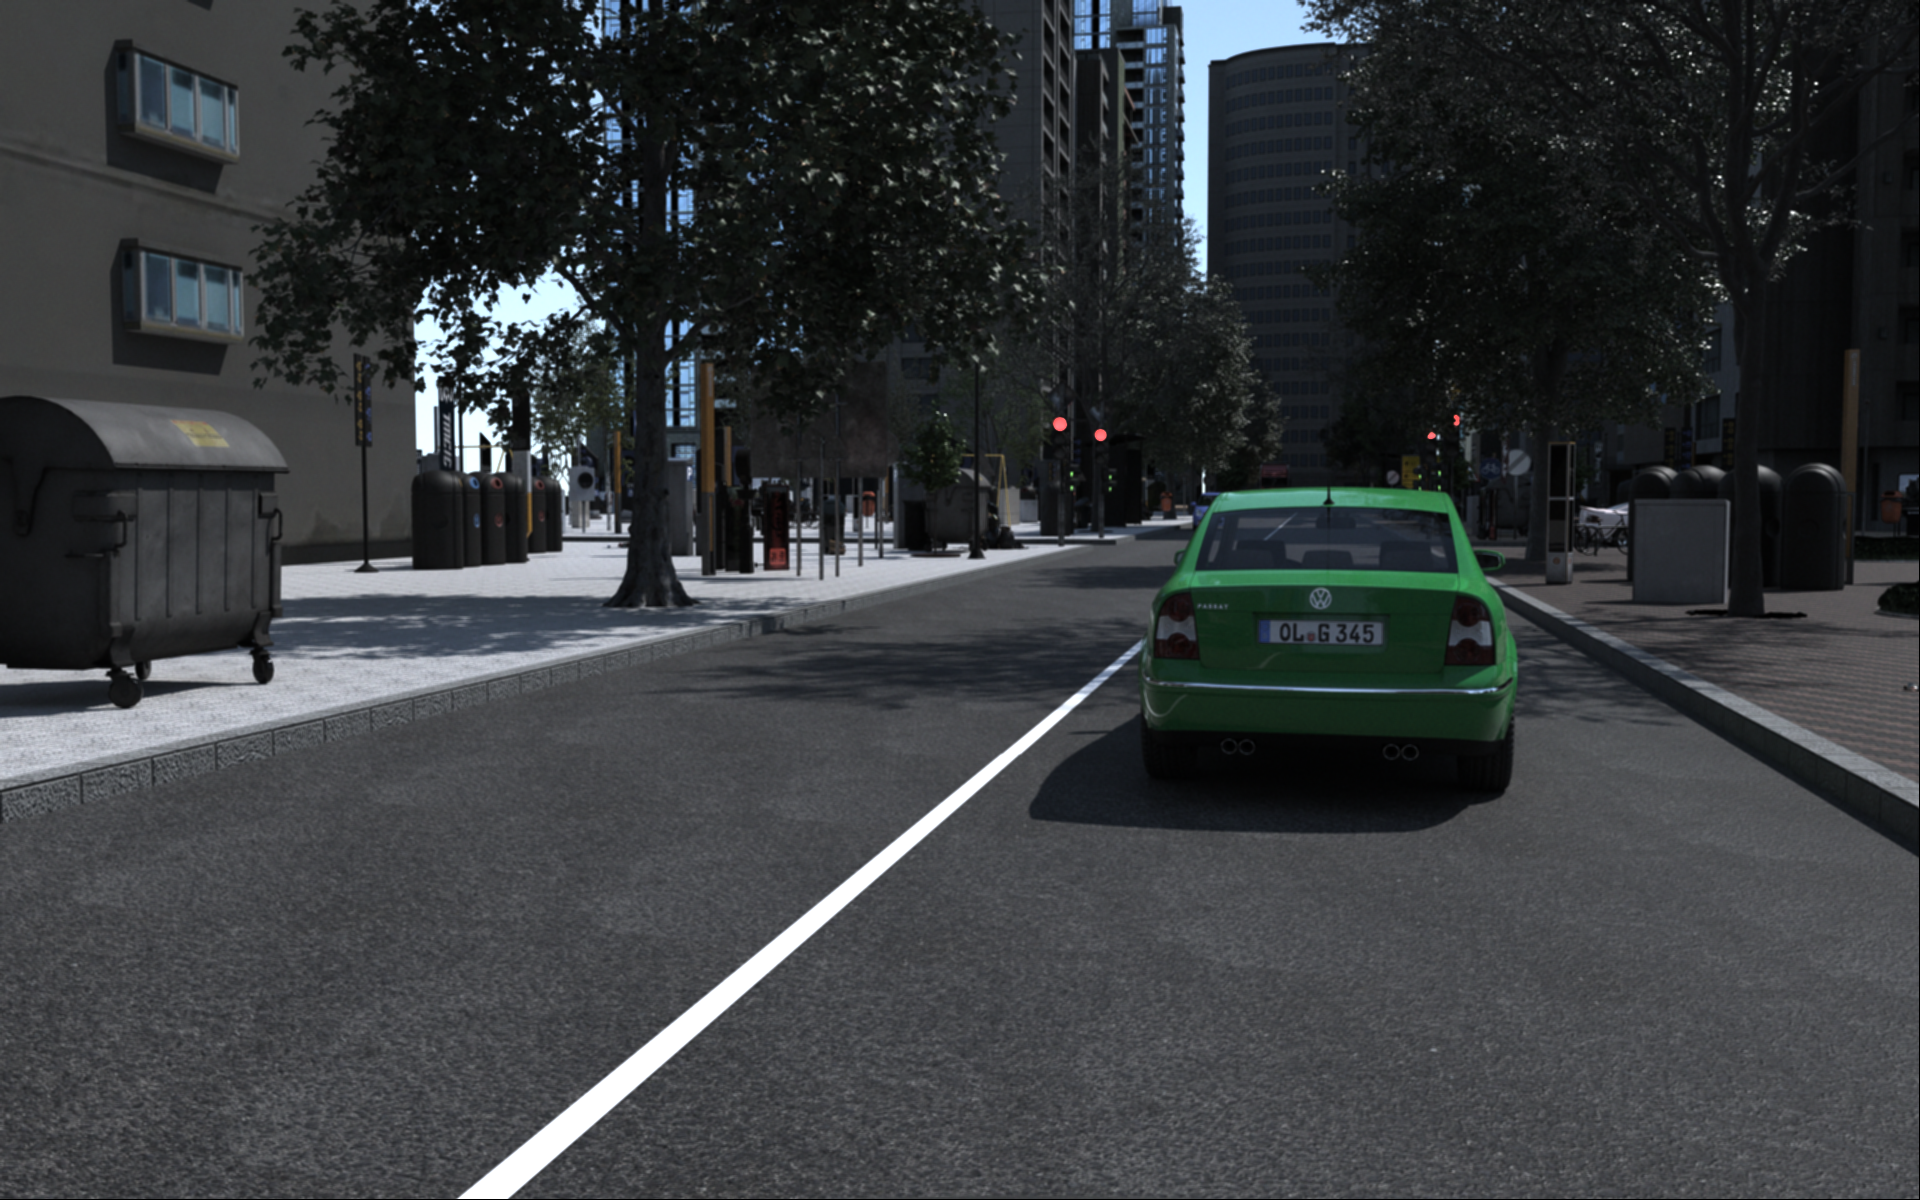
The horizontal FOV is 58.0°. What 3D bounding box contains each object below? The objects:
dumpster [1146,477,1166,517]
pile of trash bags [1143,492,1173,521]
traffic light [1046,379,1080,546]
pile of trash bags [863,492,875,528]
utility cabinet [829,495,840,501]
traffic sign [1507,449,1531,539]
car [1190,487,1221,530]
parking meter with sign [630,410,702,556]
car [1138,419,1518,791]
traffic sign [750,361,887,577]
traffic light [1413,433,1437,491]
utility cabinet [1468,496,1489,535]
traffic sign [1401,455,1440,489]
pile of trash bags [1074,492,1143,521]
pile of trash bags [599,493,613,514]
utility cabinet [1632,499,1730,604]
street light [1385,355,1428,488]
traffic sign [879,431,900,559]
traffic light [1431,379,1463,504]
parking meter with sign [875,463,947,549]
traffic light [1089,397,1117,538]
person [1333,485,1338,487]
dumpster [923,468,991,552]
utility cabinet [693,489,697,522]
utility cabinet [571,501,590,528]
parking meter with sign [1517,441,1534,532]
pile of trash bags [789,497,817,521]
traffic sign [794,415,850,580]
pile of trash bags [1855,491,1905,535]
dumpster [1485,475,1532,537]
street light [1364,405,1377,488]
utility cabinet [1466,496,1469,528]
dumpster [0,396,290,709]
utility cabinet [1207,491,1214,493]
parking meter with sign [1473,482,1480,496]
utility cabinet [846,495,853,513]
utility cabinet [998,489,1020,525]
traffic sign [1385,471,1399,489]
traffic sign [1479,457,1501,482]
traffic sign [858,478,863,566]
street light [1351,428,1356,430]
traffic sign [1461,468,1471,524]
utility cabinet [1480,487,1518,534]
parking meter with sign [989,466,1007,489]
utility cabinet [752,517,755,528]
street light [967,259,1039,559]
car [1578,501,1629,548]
[{"bbox_3d":[11.202,-5.794,97.223,1.502,2.255,1.985,1,4,12],"label":"dumpster"},{"bbox_3d":[8.665,-4.540,83.977,3.447,1.369,1.912,-1,4,-15],"label":"pile of trash bags"},{"bbox_3d":[2.505,-3.271,42.399,0.839,4.253,0.868,1,4,12],"label":"traffic light"},{"bbox_3d":[-2.078,-3.396,65.284,3.447,1.369,1.912,0,4,6],"label":"pile of trash bags"},{"bbox_3d":[-9.078,-6.962,124.986,1.020,1.237,0.306,3,5,44],"label":"utility cabinet"},{"bbox_3d":[15.725,-2.990,48.987,0.768,2.556,0.104,1,4,18],"label":"traffic sign"},{"bbox_3d":[10.210,-3.649,69.250,1.945,1.707,3.694,1,4,10],"label":"car"},{"bbox_3d":[-5.944,-2.436,36.093,1.738,3.016,0.543,1,4,13],"label":"parking meter with sign"},{"bbox_3d":[2.126,-0.066,9.869,1.959,1.807,4.718,1,4,14],"label":"car"},{"bbox_3d":[-2.213,-2.020,26.903,2.265,3.308,0.079,1,4,16],"label":"traffic sign"},{"bbox_3d":[13.101,-3.637,48.381,0.839,4.253,0.868,1,4,12],"label":"traffic light"},{"bbox_3d":[16.464,-2.659,54.636,0.306,1.237,1.020,3,4,37],"label":"utility cabinet"},{"bbox_3d":[24.183,-5.902,90.373,2.265,3.308,0.079,1,4,19],"label":"traffic sign"},{"bbox_3d":[6.514,-4.343,80.760,3.447,1.369,1.912,1,4,19],"label":"pile of trash bags"},{"bbox_3d":[-23.045,-6.165,110.544,1.912,1.369,3.447,1,4,14],"label":"pile of trash bags"},{"bbox_3d":[8.575,-0.577,20.602,1.020,1.237,0.306,2,4,32],"label":"utility cabinet"},{"bbox_3d":[14.999,-5.220,57.892,1.470,5.913,1.316,1,4,12],"label":"street light"},{"bbox_3d":[-1.569,-2.095,34.354,0.768,2.556,0.104,1,4,20],"label":"traffic sign"},{"bbox_3d":[11.479,-3.158,40.561,0.839,4.253,0.868,1,4,12],"label":"traffic light"},{"bbox_3d":[-1.172,-2.707,40.526,1.738,3.016,0.543,-1,4,-20],"label":"parking meter with sign"},{"bbox_3d":[4.126,-3.749,50.218,0.839,4.253,0.868,1,4,12],"label":"traffic light"},{"bbox_3d":[15.817,-3.932,72.965,0.419,1.800,0.721,1,4,17],"label":"person"},{"bbox_3d":[-0.076,-2.008,38.590,1.264,1.857,1.865,1,4,12],"label":"dumpster"},{"bbox_3d":[-11.997,-4.287,78.765,0.318,1.500,1.173,3,4,37],"label":"utility cabinet"},{"bbox_3d":[-14.320,-3.470,65.421,0.318,1.500,1.173,0,4,7],"label":"utility cabinet"},{"bbox_3d":[18.791,-3.710,56.917,0.543,3.016,1.738,0,4,-2],"label":"parking meter with sign"},{"bbox_3d":[-8.508,-4.476,82.942,3.447,1.369,1.912,0,4,2],"label":"pile of trash bags"},{"bbox_3d":[-2.068,-1.577,25.789,0.884,2.594,0.081,1,4,18],"label":"traffic sign"},{"bbox_3d":[25.635,-2.485,50.386,1.912,1.369,3.447,-3,4,-39],"label":"pile of trash bags"},{"bbox_3d":[16.601,-2.852,52.393,1.264,1.857,1.865,1,4,12],"label":"dumpster"},{"bbox_3d":[21.632,-7.189,90.076,1.470,5.913,1.316,1,4,12],"label":"street light"},{"bbox_3d":[19.552,-3.351,65.946,0.306,1.237,1.020,2,4,31],"label":"utility cabinet"},{"bbox_3d":[-5.355,-0.326,11.095,1.264,1.857,1.865,1,4,12],"label":"dumpster"},{"bbox_3d":[17.920,-7.012,123.325,0.318,1.500,1.173,2,4,31],"label":"utility cabinet"},{"bbox_3d":[28.830,-6.154,96.886,1.738,3.016,0.543,-1,4,-20],"label":"parking meter with sign"},{"bbox_3d":[-7.125,-6.367,115.255,1.020,1.237,0.306,2,4,35],"label":"utility cabinet"},{"bbox_3d":[2.016,-3.838,71.426,0.318,1.500,1.173,2,4,35],"label":"utility cabinet"},{"bbox_3d":[23.356,-5.721,93.641,0.768,2.556,0.104,1,4,19],"label":"traffic sign"},{"bbox_3d":[18.429,-3.675,60.195,0.768,2.556,0.104,1,4,21],"label":"traffic sign"},{"bbox_3d":[-1.766,-1.869,30.670,0.768,2.556,0.104,1,4,17],"label":"traffic sign"},{"bbox_3d":[28.224,-9.141,121.997,1.470,5.913,1.316,1,4,12],"label":"street light"},{"bbox_3d":[17.157,-3.545,59.145,0.795,2.450,0.064,1,4,17],"label":"traffic sign"},{"bbox_3d":[17.345,-2.880,55.772,0.318,1.500,1.173,-3,5,-44],"label":"utility cabinet"},{"bbox_3d":[2.077,-6.906,109.170,1.738,3.016,0.543,-1,4,-15],"label":"parking meter with sign"},{"bbox_3d":[-8.287,-3.441,64.932,1.173,1.500,0.318,-2,4,-28],"label":"utility cabinet"},{"bbox_3d":[0.858,-3.765,34.093,1.470,5.913,1.316,1,4,12],"label":"street light"},{"bbox_3d":[18.240,-1.936,44.010,4.827,1.381,2.083,1,4,12],"label":"car"}]
